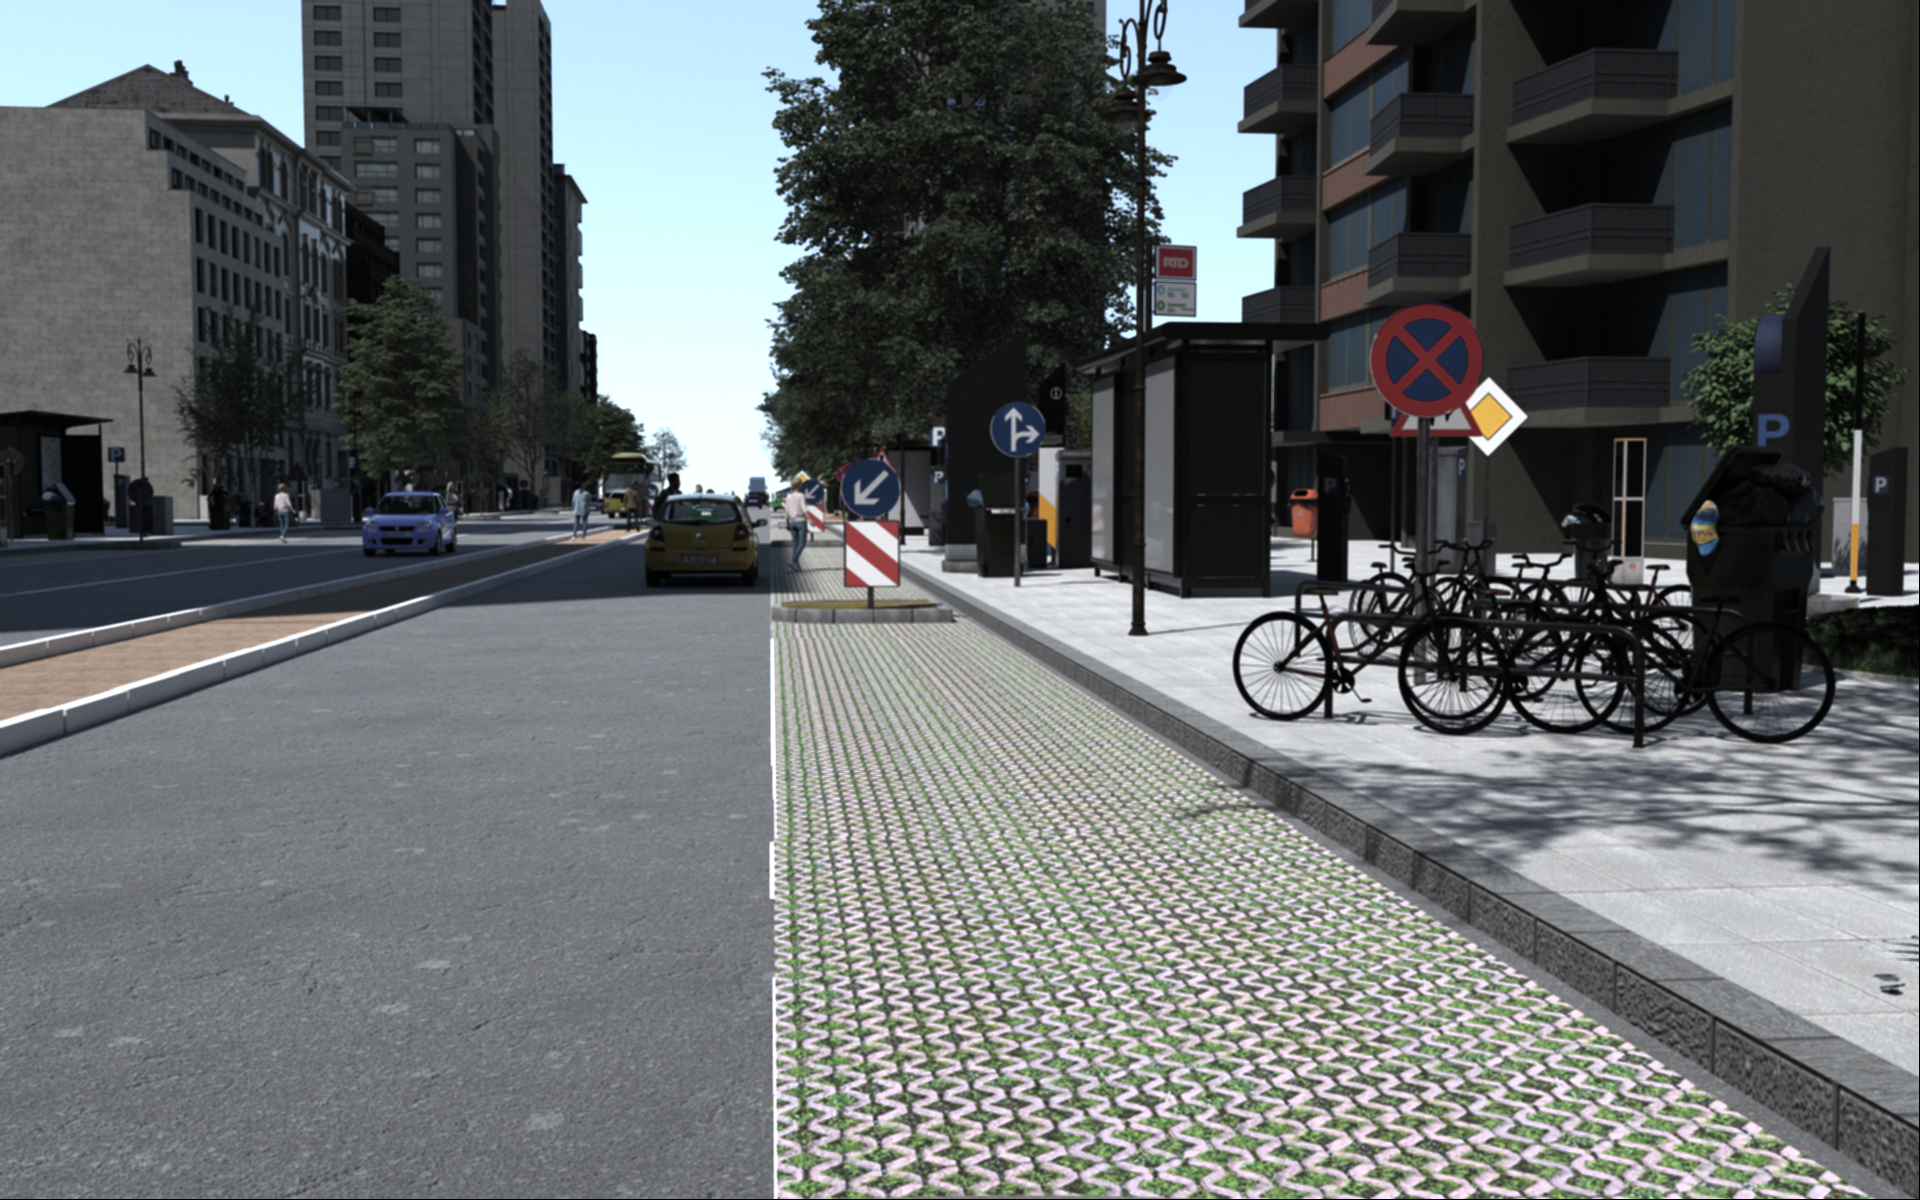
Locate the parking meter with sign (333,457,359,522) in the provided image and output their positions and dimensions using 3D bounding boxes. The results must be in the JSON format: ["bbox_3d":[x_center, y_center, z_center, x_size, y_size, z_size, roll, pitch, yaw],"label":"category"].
[{"bbox_3d":[-28.473,-5.101,79.658,0.543,3.016,1.738,2,4,24],"label":"parking meter with sign"}]

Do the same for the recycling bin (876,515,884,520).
[{"bbox_3d":[-4.160,-4.512,86.329,0.722,1.027,0.722,-1,4,-12],"label":"recycling bin"}]

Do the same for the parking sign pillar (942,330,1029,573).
[{"bbox_3d":[0.416,-2.452,28.555,1.447,3.967,1.447,0,4,-7],"label":"parking sign pillar"}]

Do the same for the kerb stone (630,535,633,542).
[{"bbox_3d":[-9.934,-1.794,51.638,0.120,0.150,1.000,0,4,-6],"label":"kerb stone"}]

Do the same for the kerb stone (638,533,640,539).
[{"bbox_3d":[-10.269,-1.987,54.687,0.120,0.150,1.000,0,4,-6],"label":"kerb stone"}]

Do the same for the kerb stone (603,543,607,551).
[{"bbox_3d":[-9.044,-1.302,43.482,0.120,0.150,1.000,0,4,-6],"label":"kerb stone"}]

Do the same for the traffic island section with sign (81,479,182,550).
[{"bbox_3d":[-21.441,-2.225,45.001,1.989,1.847,2.006,0,4,-6],"label":"traffic island section with sign"}]

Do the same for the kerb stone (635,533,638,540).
[{"bbox_3d":[-10.153,-1.925,53.671,0.120,0.150,1.000,0,4,-6],"label":"kerb stone"}]

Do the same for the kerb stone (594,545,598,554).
[{"bbox_3d":[-8.823,-1.177,41.438,0.120,0.150,1.000,0,4,-6],"label":"kerb stone"}]

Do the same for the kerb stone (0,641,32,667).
[{"bbox_3d":[-7.999,0.463,14.661,0.120,0.150,1.000,0,4,-6],"label":"kerb stone"}]

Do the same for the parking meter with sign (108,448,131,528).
[{"bbox_3d":[-31.733,-4.246,65.681,0.543,3.016,1.738,-1,4,-12],"label":"parking meter with sign"}]

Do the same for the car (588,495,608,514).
[{"bbox_3d":[-26.146,-6.824,124.145,1.945,1.354,3.894,0,4,-4],"label":"car"}]

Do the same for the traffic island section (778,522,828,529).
[{"bbox_3d":[-6.494,-3.018,71.629,2.009,0.180,2.903,0,4,-6],"label":"traffic island section"}]

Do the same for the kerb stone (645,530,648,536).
[{"bbox_3d":[-10.600,-2.174,57.746,0.120,0.150,1.000,0,4,-6],"label":"kerb stone"}]

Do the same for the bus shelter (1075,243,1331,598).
[{"bbox_3d":[3.040,-2.924,25.433,2.179,5.291,8.768,0,4,-6],"label":"bus shelter"}]

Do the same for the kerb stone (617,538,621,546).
[{"bbox_3d":[-9.488,-1.547,47.550,0.120,0.150,1.000,0,4,-6],"label":"kerb stone"}]

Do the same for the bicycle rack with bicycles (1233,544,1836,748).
[{"bbox_3d":[3.383,0.221,9.772,2.925,0.926,2.852,3,5,42],"label":"bicycle rack with bicycles"}]

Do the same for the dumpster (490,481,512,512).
[{"bbox_3d":[-33.549,-7.573,126.304,1.502,2.255,1.985,0,4,-6],"label":"dumpster"}]

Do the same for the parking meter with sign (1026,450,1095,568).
[{"bbox_3d":[2.008,-2.071,30.117,1.738,3.016,0.543,0,4,-6],"label":"parking meter with sign"}]

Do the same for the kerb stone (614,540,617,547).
[{"bbox_3d":[-9.380,-1.488,46.530,0.120,0.150,1.000,0,4,-6],"label":"kerb stone"}]

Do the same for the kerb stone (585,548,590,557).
[{"bbox_3d":[-8.590,-1.053,39.406,0.120,0.150,1.000,0,4,-6],"label":"kerb stone"}]

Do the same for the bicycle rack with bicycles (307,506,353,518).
[{"bbox_3d":[-34.408,-4.981,94.821,2.925,0.926,2.852,-1,4,-23],"label":"bicycle rack with bicycles"}]

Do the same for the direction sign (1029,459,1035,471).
[{"bbox_3d":[4.370,-7.193,109.600,0.876,3.537,0.379,2,4,35],"label":"direction sign"}]

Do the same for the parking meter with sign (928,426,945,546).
[{"bbox_3d":[-0.541,-2.887,43.465,0.543,3.016,1.738,0,4,2],"label":"parking meter with sign"}]

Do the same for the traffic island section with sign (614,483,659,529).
[{"bbox_3d":[-13.145,-3.854,71.145,2.006,1.907,1.989,0,4,-6],"label":"traffic island section with sign"}]

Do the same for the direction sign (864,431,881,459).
[{"bbox_3d":[-3.105,-4.304,62.367,0.876,3.537,0.379,-3,5,-44],"label":"direction sign"}]

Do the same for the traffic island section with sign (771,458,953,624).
[{"bbox_3d":[-1.174,-0.693,19.952,1.989,1.847,2.006,0,4,-6],"label":"traffic island section with sign"}]

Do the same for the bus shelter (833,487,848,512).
[{"bbox_3d":[-9.791,-9.993,141.019,2.179,5.291,8.768,0,4,-6],"label":"bus shelter"}]

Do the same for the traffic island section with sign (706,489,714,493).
[{"bbox_3d":[-22.121,-8.873,153.203,2.006,1.907,1.989,0,4,-6],"label":"traffic island section with sign"}]

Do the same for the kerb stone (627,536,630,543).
[{"bbox_3d":[-9.829,-1.733,50.621,0.120,0.150,1.000,0,4,-6],"label":"kerb stone"}]

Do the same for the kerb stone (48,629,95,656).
[{"bbox_3d":[-8.116,0.398,15.689,0.120,0.150,1.000,0,4,-6],"label":"kerb stone"}]

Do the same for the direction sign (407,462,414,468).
[{"bbox_3d":[-38.621,-7.895,121.085,0.876,3.537,0.379,-1,4,-12],"label":"direction sign"}]

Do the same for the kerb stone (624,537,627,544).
[{"bbox_3d":[-9.709,-1.676,49.602,0.120,0.150,1.000,0,4,-6],"label":"kerb stone"}]

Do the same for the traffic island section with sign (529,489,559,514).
[{"bbox_3d":[-30.338,-7.199,126.325,1.989,1.847,2.006,0,4,-6],"label":"traffic island section with sign"}]

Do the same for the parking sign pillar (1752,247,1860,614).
[{"bbox_3d":[8.899,-1.842,18.588,1.447,3.967,1.447,3,5,39],"label":"parking sign pillar"}]

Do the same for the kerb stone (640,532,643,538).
[{"bbox_3d":[-10.375,-2.050,55.710,0.120,0.150,1.000,0,4,-6],"label":"kerb stone"}]

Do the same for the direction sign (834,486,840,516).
[{"bbox_3d":[-7.303,-6.776,102.776,0.379,3.537,0.876,1,4,17],"label":"direction sign"}]

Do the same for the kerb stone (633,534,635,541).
[{"bbox_3d":[-10.046,-1.863,52.654,0.120,0.150,1.000,0,4,-6],"label":"kerb stone"}]

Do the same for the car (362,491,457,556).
[{"bbox_3d":[-13.068,-1.932,41.185,1.945,1.707,3.694,0,4,-8],"label":"car"}]

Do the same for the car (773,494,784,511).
[{"bbox_3d":[-14.552,-8.246,143.614,1.959,1.807,4.718,0,4,-5],"label":"car"}]

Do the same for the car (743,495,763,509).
[{"bbox_3d":[-20.107,-9.514,168.129,1.945,1.354,3.894,0,4,-8],"label":"car"}]

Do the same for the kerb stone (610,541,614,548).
[{"bbox_3d":[-9.262,-1.426,45.515,0.120,0.150,1.000,0,4,-6],"label":"kerb stone"}]

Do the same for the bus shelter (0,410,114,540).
[{"bbox_3d":[-27.245,-3.692,51.652,1.731,3.624,6.357,0,4,-6],"label":"bus shelter"}]

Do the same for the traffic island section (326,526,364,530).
[{"bbox_3d":[-24.131,-2.901,69.712,2.009,0.180,2.903,0,4,-6],"label":"traffic island section"}]

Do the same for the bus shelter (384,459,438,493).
[{"bbox_3d":[-31.760,-6.501,100.221,2.014,3.302,5.546,0,4,-6],"label":"bus shelter"}]

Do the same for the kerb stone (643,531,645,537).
[{"bbox_3d":[-10.492,-2.112,56.728,0.120,0.150,1.000,0,4,-6],"label":"kerb stone"}]

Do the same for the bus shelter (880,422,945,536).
[{"bbox_3d":[-1.244,-3.491,51.007,2.014,3.302,5.546,0,4,-6],"label":"bus shelter"}]

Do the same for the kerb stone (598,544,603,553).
[{"bbox_3d":[-8.921,-1.237,42.456,0.120,0.150,1.000,0,4,-6],"label":"kerb stone"}]

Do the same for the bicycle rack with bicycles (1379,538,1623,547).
[{"bbox_3d":[3.871,0.002,13.342,2.852,0.926,2.925,-1,4,-21],"label":"bicycle rack with bicycles"}]

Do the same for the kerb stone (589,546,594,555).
[{"bbox_3d":[-8.707,-1.113,40.422,0.120,0.150,1.000,0,4,-6],"label":"kerb stone"}]

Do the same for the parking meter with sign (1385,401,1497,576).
[{"bbox_3d":[7.706,-1.923,27.708,1.738,3.016,0.543,3,5,39],"label":"parking meter with sign"}]

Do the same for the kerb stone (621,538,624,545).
[{"bbox_3d":[-9.599,-1.612,48.580,0.120,0.150,1.000,0,4,-6],"label":"kerb stone"}]

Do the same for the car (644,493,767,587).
[{"bbox_3d":[-4.173,-1.107,28.329,2.015,1.641,3.980,0,4,-6],"label":"car"}]

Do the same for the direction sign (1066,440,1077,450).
[{"bbox_3d":[4.509,-4.952,72.968,0.876,3.537,0.379,-1,4,-14],"label":"direction sign"}]

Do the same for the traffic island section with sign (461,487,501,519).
[{"bbox_3d":[-27.326,-5.519,98.864,1.989,1.847,2.006,0,4,-6],"label":"traffic island section with sign"}]

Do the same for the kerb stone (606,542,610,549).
[{"bbox_3d":[-9.153,-1.357,44.499,0.120,0.150,1.000,0,4,-6],"label":"kerb stone"}]
